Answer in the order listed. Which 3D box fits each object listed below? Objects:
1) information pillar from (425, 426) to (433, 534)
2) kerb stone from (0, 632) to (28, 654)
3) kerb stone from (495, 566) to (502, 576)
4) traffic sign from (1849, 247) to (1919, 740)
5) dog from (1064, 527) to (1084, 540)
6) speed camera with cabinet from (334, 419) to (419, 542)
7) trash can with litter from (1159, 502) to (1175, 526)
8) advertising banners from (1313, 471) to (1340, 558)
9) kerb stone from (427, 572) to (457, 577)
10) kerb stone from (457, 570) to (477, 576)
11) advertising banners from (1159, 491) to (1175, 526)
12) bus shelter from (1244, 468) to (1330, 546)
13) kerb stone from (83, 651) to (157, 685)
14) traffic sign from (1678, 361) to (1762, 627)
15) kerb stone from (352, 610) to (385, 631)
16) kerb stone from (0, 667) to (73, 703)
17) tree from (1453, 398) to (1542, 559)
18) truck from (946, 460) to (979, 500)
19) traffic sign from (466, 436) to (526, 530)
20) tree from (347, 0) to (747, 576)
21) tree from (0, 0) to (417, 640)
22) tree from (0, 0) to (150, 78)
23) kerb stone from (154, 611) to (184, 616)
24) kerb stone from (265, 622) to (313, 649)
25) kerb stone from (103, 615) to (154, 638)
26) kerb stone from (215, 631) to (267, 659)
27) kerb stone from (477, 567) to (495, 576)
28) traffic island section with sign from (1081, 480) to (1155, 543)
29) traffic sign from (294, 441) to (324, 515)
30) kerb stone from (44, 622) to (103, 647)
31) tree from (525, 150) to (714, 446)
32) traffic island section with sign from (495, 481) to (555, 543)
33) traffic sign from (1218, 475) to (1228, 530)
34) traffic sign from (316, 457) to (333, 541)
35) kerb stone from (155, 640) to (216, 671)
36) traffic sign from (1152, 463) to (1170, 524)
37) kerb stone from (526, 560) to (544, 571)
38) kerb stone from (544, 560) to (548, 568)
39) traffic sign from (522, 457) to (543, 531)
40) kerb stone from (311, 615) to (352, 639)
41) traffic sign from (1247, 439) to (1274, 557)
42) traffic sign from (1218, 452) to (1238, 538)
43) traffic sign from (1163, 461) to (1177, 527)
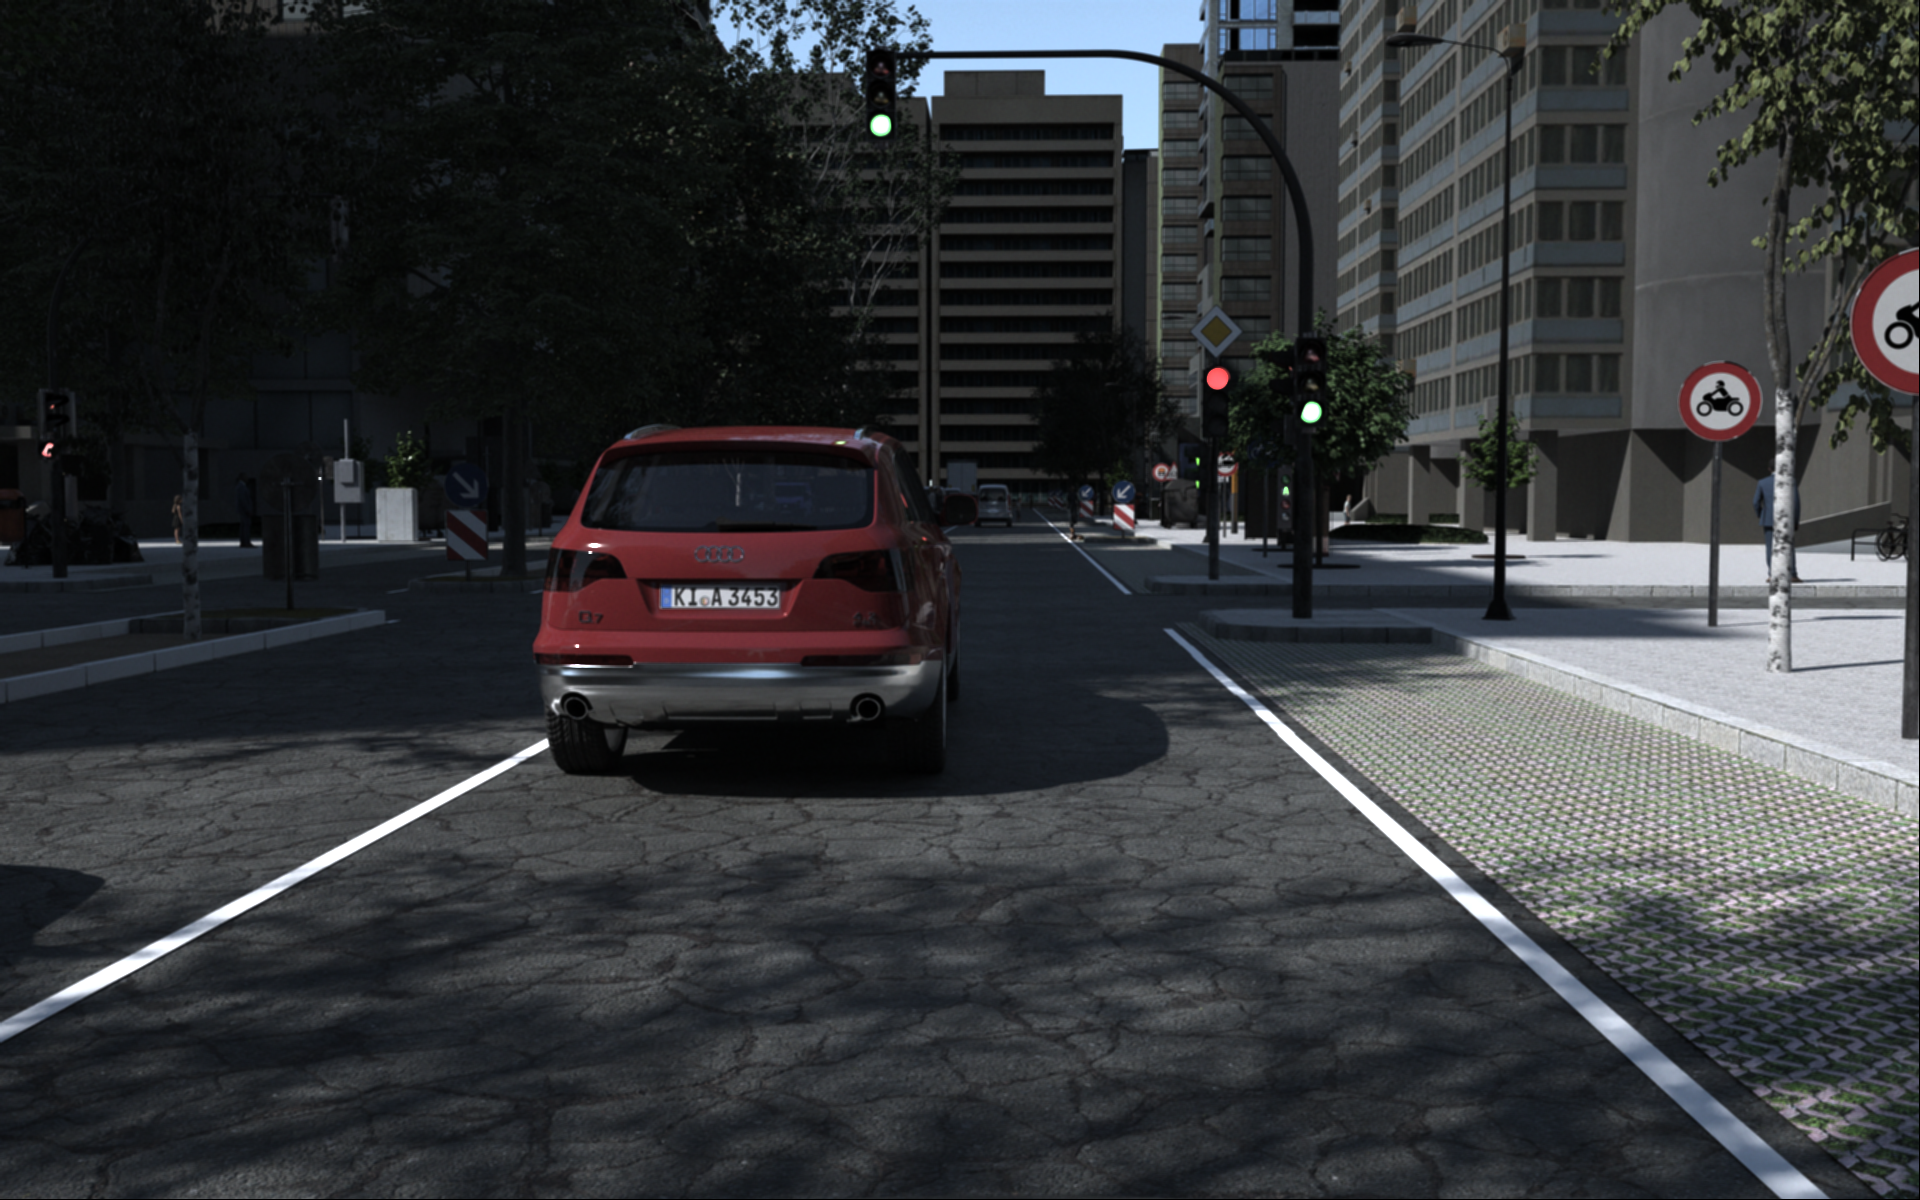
[{"bbox_3d":[-17.181,-3.953,55.979,0.183,3.616,0.504,0,4,-8],"label":"information pillar"},{"bbox_3d":[-8.608,0.404,15.582,0.120,0.150,1.000,0,4,2],"label":"kerb stone"},{"bbox_3d":[-8.112,-0.506,30.461,0.120,0.150,1.000,0,4,2],"label":"kerb stone"},{"bbox_3d":[4.986,-0.545,9.011,0.768,2.556,0.104,0,4,7],"label":"traffic sign"},{"bbox_3d":[3.577,-2.046,53.644,0.550,0.427,0.748,-1,4,-16],"label":"dog"},{"bbox_3d":[-15.546,-3.168,46.126,2.038,3.252,0.660,0,4,-7],"label":"speed camera with cabinet"},{"bbox_3d":[8.591,-3.599,70.230,0.624,1.170,1.055,3,5,44],"label":"trash can with litter"},{"bbox_3d":[7.447,-2.397,35.377,0.090,3.025,2.074,2,4,31],"label":"advertising banners"},{"bbox_3d":[-8.218,-0.318,27.396,0.120,0.150,1.000,0,4,2],"label":"kerb stone"},{"bbox_3d":[-8.182,-0.381,28.417,0.120,0.150,1.000,0,4,2],"label":"kerb stone"},{"bbox_3d":[8.893,-4.460,69.115,2.074,3.025,0.090,-1,4,-19],"label":"advertising banners"},{"bbox_3d":[8.407,-3.319,45.546,1.731,3.624,6.357,0,4,2],"label":"bus shelter"},{"bbox_3d":[-6.571,0.536,13.456,0.120,0.150,1.000,0,4,2],"label":"kerb stone"},{"bbox_3d":[7.293,-1.015,16.704,0.768,2.556,0.104,1,4,9],"label":"traffic sign"},{"bbox_3d":[-6.409,0.221,18.581,0.120,0.150,1.000,0,4,2],"label":"kerb stone"},{"bbox_3d":[-6.605,0.605,12.435,0.120,0.150,1.000,0,4,2],"label":"kerb stone"},{"bbox_3d":[10.645,-2.444,34.568,1.663,3.219,1.824,0,3,0],"label":"tree"},{"bbox_3d":[0.179,-9.644,146.592,2.839,4.237,11.283,0,4,0],"label":"truck"},{"bbox_3d":[-16.348,-4.106,61.009,2.265,3.308,0.079,1,4,11],"label":"traffic sign"},{"bbox_3d":[-7.456,-6.609,28.648,7.486,12.596,7.792,0,3,0],"label":"tree"},{"bbox_3d":[-7.536,-3.923,16.966,4.360,8.622,3.978,0,3,0],"label":"tree"},{"bbox_3d":[-7.736,-4.944,9.043,9.928,11.665,9.643,0,3,0],"label":"tree"},{"bbox_3d":[-8.501,0.216,18.668,0.120,0.150,1.000,0,4,2],"label":"kerb stone"},{"bbox_3d":[-6.465,0.347,16.528,0.120,0.150,1.000,0,4,2],"label":"kerb stone"},{"bbox_3d":[-8.539,0.279,17.635,0.120,0.150,1.000,0,4,2],"label":"kerb stone"},{"bbox_3d":[-6.505,0.410,15.500,0.120,0.150,1.000,0,4,2],"label":"kerb stone"},{"bbox_3d":[-8.153,-0.443,29.439,0.120,0.150,1.000,0,4,2],"label":"kerb stone"},{"bbox_3d":[4.652,-2.583,50.860,1.989,1.847,2.006,0,4,2],"label":"traffic island section with sign"},{"bbox_3d":[-15.685,-2.544,41.703,0.768,2.556,0.104,1,4,10],"label":"traffic sign"},{"bbox_3d":[-8.567,0.341,16.613,0.120,0.150,1.000,0,4,2],"label":"kerb stone"},{"bbox_3d":[-6.881,-5.028,35.031,4.737,8.622,4.395,0,3,0],"label":"tree"},{"bbox_3d":[-12.644,-2.638,51.754,1.989,1.847,2.006,0,4,2],"label":"traffic island section with sign"},{"bbox_3d":[9.215,-3.628,61.448,0.606,2.300,0.079,0,4,3],"label":"traffic sign"},{"bbox_3d":[-17.423,-2.763,47.302,0.606,2.300,0.079,0,4,2],"label":"traffic sign"},{"bbox_3d":[-6.532,0.472,14.477,0.120,0.150,1.000,0,4,2],"label":"kerb stone"},{"bbox_3d":[8.304,-4.358,71.367,0.768,2.556,0.104,0,4,6],"label":"traffic sign"},{"bbox_3d":[-8.045,-0.631,32.509,0.120,0.150,1.000,0,4,2],"label":"kerb stone"},{"bbox_3d":[-8.013,-0.693,33.534,0.120,0.150,1.000,0,4,2],"label":"kerb stone"},{"bbox_3d":[-14.937,-3.680,60.167,0.884,2.594,0.081,0,4,5],"label":"traffic sign"},{"bbox_3d":[-6.439,0.284,17.556,0.120,0.150,1.000,0,4,2],"label":"kerb stone"},{"bbox_3d":[6.179,-2.134,35.001,0.768,2.556,0.104,1,4,11],"label":"traffic sign"},{"bbox_3d":[7.810,-3.116,51.047,0.768,2.556,0.104,0,4,6],"label":"traffic sign"},{"bbox_3d":[8.445,-4.184,68.405,0.884,2.594,0.081,0,4,8],"label":"traffic sign"}]
